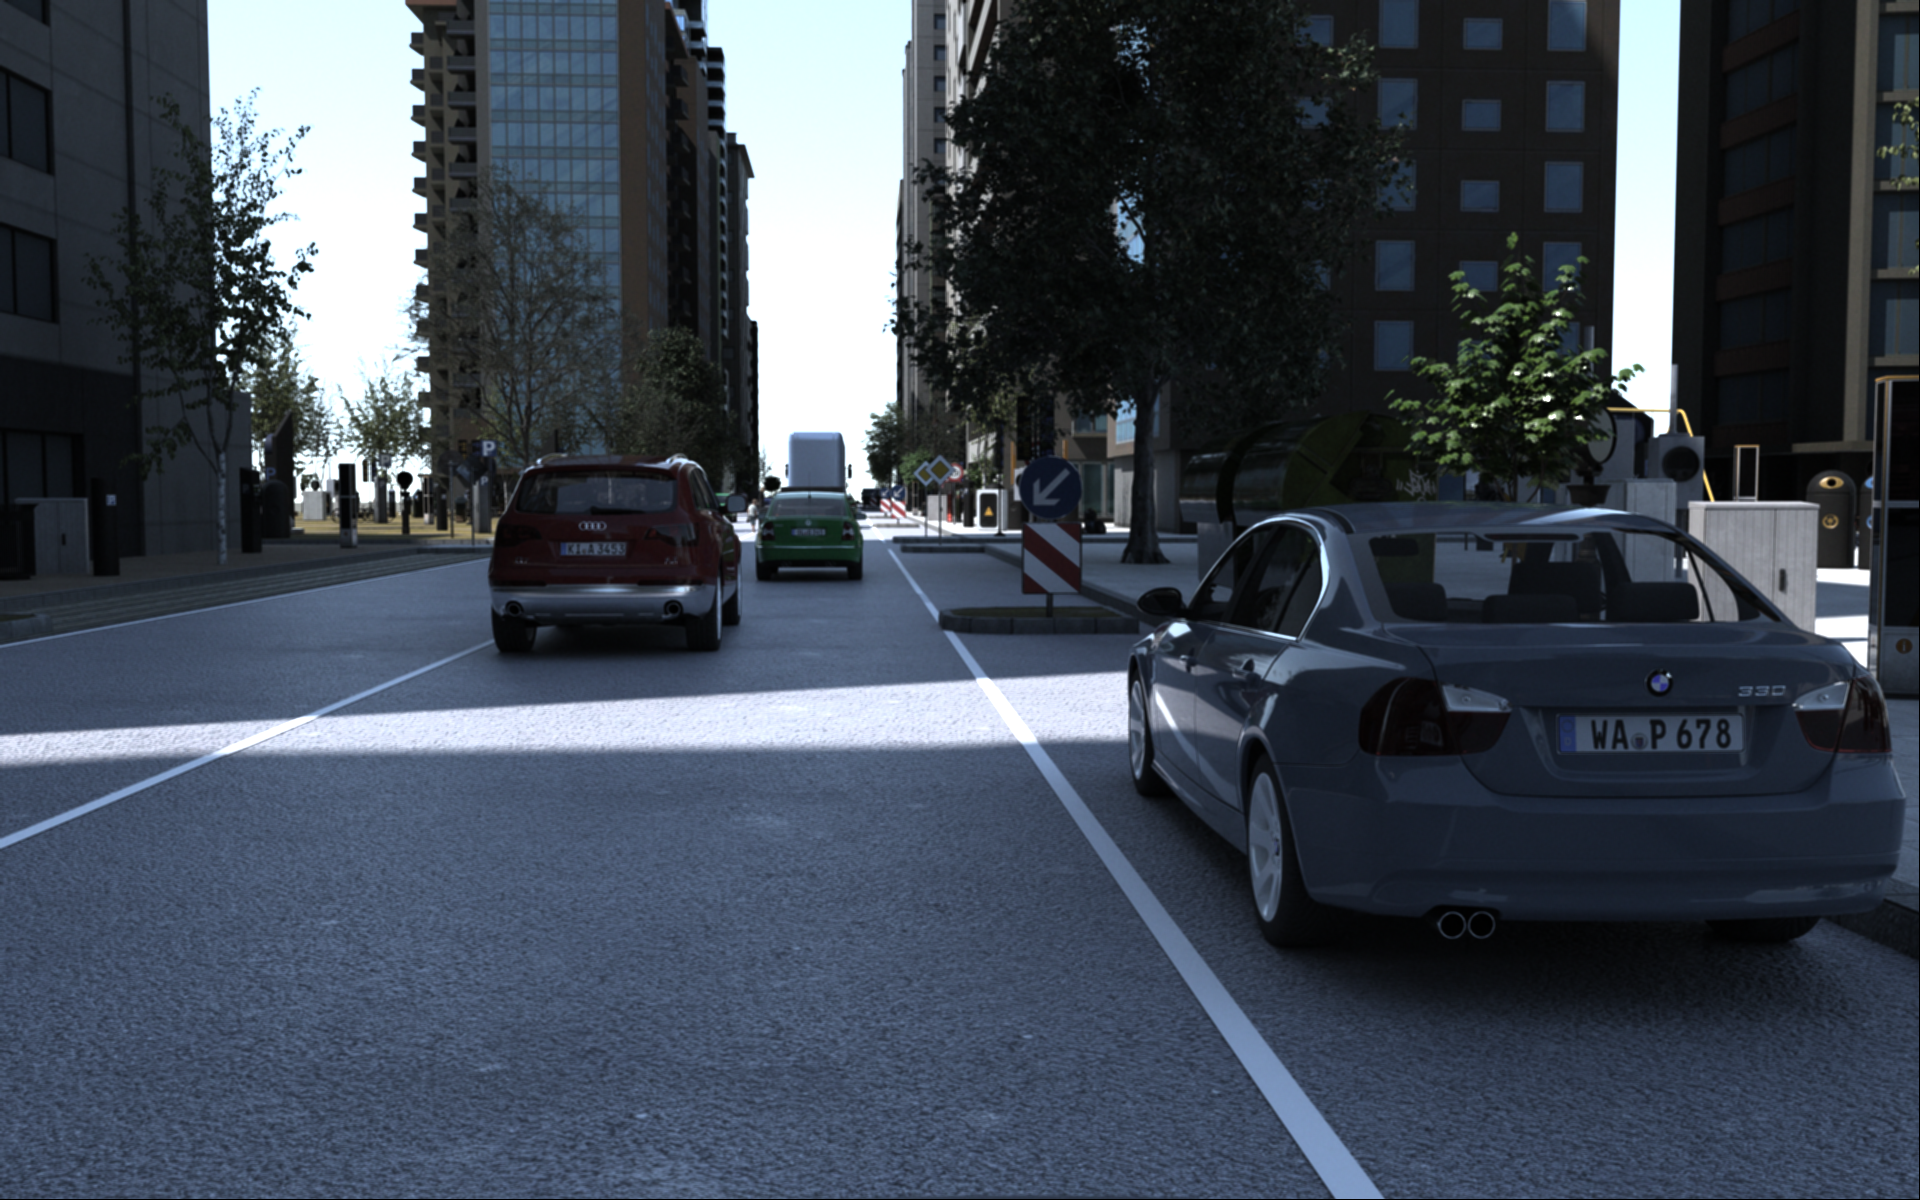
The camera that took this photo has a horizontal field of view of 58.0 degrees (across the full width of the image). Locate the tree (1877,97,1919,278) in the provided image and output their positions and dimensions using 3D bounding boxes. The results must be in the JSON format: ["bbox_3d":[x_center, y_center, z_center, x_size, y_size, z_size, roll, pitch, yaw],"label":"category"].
[{"bbox_3d":[12.066,-4.191,18.887,4.737,8.622,4.395,0,3,0],"label":"tree"}]

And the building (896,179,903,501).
[{"bbox_3d":[1.618,-38.497,253.132,21.300,48.544,21.600,0,4,-4],"label":"building"}]

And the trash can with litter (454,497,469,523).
[{"bbox_3d":[-22.470,-4.080,78.097,0.624,1.170,1.055,-1,4,-14],"label":"trash can with litter"}]

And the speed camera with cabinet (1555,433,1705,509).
[{"bbox_3d":[10.202,-1.962,26.412,2.038,3.252,0.660,0,4,5],"label":"speed camera with cabinet"}]

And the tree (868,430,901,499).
[{"bbox_3d":[-8.417,-15.140,197.900,4.737,8.622,4.395,0,3,0],"label":"tree"}]

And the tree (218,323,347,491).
[{"bbox_3d":[-28.942,-7.474,72.566,4.360,8.622,3.978,0,3,0],"label":"tree"}]

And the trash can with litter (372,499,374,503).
[{"bbox_3d":[-33.442,-5.395,99.593,0.624,1.170,1.055,-1,4,-15],"label":"trash can with litter"}]

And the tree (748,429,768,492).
[{"bbox_3d":[-23.011,-14.114,181.122,4.360,8.622,3.978,0,3,0],"label":"tree"}]

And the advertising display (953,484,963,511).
[{"bbox_3d":[0.011,-6.681,114.447,0.974,1.923,0.123,-1,4,-13],"label":"advertising display"}]

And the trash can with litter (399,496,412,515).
[{"bbox_3d":[-34.351,-5.874,107.425,0.624,1.170,1.055,1,4,11],"label":"trash can with litter"}]

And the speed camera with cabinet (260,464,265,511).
[{"bbox_3d":[-44.186,-7.077,110.039,0.660,3.252,2.038,0,4,4],"label":"speed camera with cabinet"}]

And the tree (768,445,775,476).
[{"bbox_3d":[-27.607,-17.674,239.334,4.360,8.622,3.978,0,3,0],"label":"tree"}]

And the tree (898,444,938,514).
[{"bbox_3d":[-2.435,-8.008,114.649,4.285,4.588,4.351,0,3,0],"label":"tree"}]

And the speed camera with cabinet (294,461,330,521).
[{"bbox_3d":[-31.660,-5.451,83.455,2.038,3.252,0.660,0,4,-6],"label":"speed camera with cabinet"}]

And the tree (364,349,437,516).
[{"bbox_3d":[-29.230,-8.353,86.933,4.737,8.622,4.395,0,3,0],"label":"tree"}]

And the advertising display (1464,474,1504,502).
[{"bbox_3d":[11.898,-2.079,39.199,0.974,1.923,0.123,2,4,29],"label":"advertising display"}]

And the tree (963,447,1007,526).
[{"bbox_3d":[1.072,-4.607,69.919,1.663,3.219,1.824,0,3,0],"label":"tree"}]

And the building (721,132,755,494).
[{"bbox_3d":[-45.059,-40.718,254.981,28.713,52.752,27.495,0,4,-4],"label":"building"}]

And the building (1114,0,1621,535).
[{"bbox_3d":[13.236,-25.100,60.494,14.200,45.320,14.600,0,4,-4],"label":"building"}]

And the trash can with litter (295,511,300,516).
[{"bbox_3d":[-38.665,-5.416,99.945,1.055,1.170,0.624,-1,4,-11],"label":"trash can with litter"}]

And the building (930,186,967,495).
[{"bbox_3d":[4.033,-24.051,164.934,14.160,30.474,14.107,0,4,-4],"label":"building"}]

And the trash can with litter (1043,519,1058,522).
[{"bbox_3d":[3.230,-2.807,57.279,1.055,1.170,0.624,0,4,6],"label":"trash can with litter"}]

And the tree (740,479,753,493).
[{"bbox_3d":[-24.935,-12.571,200.134,1.663,3.219,1.824,0,3,0],"label":"tree"}]

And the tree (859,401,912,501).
[{"bbox_3d":[-8.339,-17.837,209.758,7.486,12.596,7.792,0,3,0],"label":"tree"}]

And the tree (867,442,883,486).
[{"bbox_3d":[-10.145,-16.969,227.808,4.360,8.622,3.978,0,3,0],"label":"tree"}]

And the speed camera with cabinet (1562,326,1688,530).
[{"bbox_3d":[7.570,-1.559,19.821,0.660,3.252,2.038,0,4,3],"label":"speed camera with cabinet"}]

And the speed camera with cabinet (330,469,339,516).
[{"bbox_3d":[-37.510,-6.625,102.657,0.660,3.252,2.038,0,4,8],"label":"speed camera with cabinet"}]

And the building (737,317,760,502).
[{"bbox_3d":[-39.543,-30.900,276.917,14.160,30.474,14.107,0,4,-4],"label":"building"}]

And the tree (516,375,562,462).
[{"bbox_3d":[-21.447,-8.776,93.852,4.360,8.622,3.978,0,3,0],"label":"tree"}]

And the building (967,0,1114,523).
[{"bbox_3d":[11.671,-28.288,86.217,21.300,48.544,21.600,0,4,-4],"label":"building"}]

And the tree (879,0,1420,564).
[{"bbox_3d":[3.412,-7.014,31.688,9.611,12.733,9.660,0,3,0],"label":"tree"}]

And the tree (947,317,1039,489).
[{"bbox_3d":[1.124,-6.932,63.708,4.737,8.622,4.395,0,3,0],"label":"tree"}]

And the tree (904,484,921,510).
[{"bbox_3d":[-3.778,-9.011,141.929,1.663,3.219,1.824,0,3,0],"label":"tree"}]

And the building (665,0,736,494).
[{"bbox_3d":[-40.302,-55.774,224.576,22.319,86.520,31.000,0,4,-4],"label":"building"}]

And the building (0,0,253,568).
[{"bbox_3d":[-26.836,-36.147,29.248,20.611,71.187,20.563,0,4,-4],"label":"building"}]

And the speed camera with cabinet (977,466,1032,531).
[{"bbox_3d":[1.620,-4.031,60.241,2.038,3.252,0.660,1,4,19],"label":"speed camera with cabinet"}]

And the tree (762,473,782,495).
[{"bbox_3d":[-28.813,-17.212,265.135,4.285,4.588,4.351,0,3,0],"label":"tree"}]

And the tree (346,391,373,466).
[{"bbox_3d":[-39.066,-9.519,106.005,4.360,8.622,3.978,0,3,0],"label":"tree"}]

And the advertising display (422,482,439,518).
[{"bbox_3d":[-28.188,-5.325,92.282,0.123,1.923,0.974,3,5,42],"label":"advertising display"}]

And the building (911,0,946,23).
[{"bbox_3d":[5.296,-39.347,185.322,21.231,58.520,28.212,0,4,-4],"label":"building"}]

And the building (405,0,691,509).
[{"bbox_3d":[-35.534,-30.456,152.576,22.147,44.769,28.867,0,4,-4],"label":"building"}]

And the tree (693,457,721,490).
[{"bbox_3d":[-21.108,-9.688,142.115,4.285,4.588,4.351,0,3,0],"label":"tree"}]

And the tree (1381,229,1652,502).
[{"bbox_3d":[4.088,-1.114,12.818,1.663,3.219,1.824,0,3,0],"label":"tree"}]

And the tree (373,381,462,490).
[{"bbox_3d":[-34.611,-9.881,111.917,4.360,8.622,3.978,0,3,0],"label":"tree"}]

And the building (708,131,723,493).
[{"bbox_3d":[-33.585,-30.914,189.045,14.154,41.232,14.086,0,4,-4],"label":"building"}]

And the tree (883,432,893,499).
[{"bbox_3d":[-3.390,-11.276,134.730,4.360,8.622,3.978,0,3,0],"label":"tree"}]

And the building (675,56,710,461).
[{"bbox_3d":[-32.712,-32.059,174.276,14.600,45.320,14.200,0,4,-4],"label":"building"}]

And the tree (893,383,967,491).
[{"bbox_3d":[-1.053,-9.555,106.583,4.360,8.622,3.978,0,3,0],"label":"tree"}]

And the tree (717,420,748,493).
[{"bbox_3d":[-21.936,-12.620,156.698,4.360,8.622,3.978,0,3,0],"label":"tree"}]

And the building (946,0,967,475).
[{"bbox_3d":[12.937,-33.931,144.017,28.713,52.752,27.495,0,4,-4],"label":"building"}]

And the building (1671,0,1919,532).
[{"bbox_3d":[42.467,-25.172,66.192,28.867,44.769,22.147,0,4,-4],"label":"building"}]

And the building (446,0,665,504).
[{"bbox_3d":[-29.910,-29.435,131.380,14.600,45.320,14.200,0,4,-4],"label":"building"}]

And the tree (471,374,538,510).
[{"bbox_3d":[-27.476,-9.442,104.731,4.737,8.622,4.395,0,3,0],"label":"tree"}]
